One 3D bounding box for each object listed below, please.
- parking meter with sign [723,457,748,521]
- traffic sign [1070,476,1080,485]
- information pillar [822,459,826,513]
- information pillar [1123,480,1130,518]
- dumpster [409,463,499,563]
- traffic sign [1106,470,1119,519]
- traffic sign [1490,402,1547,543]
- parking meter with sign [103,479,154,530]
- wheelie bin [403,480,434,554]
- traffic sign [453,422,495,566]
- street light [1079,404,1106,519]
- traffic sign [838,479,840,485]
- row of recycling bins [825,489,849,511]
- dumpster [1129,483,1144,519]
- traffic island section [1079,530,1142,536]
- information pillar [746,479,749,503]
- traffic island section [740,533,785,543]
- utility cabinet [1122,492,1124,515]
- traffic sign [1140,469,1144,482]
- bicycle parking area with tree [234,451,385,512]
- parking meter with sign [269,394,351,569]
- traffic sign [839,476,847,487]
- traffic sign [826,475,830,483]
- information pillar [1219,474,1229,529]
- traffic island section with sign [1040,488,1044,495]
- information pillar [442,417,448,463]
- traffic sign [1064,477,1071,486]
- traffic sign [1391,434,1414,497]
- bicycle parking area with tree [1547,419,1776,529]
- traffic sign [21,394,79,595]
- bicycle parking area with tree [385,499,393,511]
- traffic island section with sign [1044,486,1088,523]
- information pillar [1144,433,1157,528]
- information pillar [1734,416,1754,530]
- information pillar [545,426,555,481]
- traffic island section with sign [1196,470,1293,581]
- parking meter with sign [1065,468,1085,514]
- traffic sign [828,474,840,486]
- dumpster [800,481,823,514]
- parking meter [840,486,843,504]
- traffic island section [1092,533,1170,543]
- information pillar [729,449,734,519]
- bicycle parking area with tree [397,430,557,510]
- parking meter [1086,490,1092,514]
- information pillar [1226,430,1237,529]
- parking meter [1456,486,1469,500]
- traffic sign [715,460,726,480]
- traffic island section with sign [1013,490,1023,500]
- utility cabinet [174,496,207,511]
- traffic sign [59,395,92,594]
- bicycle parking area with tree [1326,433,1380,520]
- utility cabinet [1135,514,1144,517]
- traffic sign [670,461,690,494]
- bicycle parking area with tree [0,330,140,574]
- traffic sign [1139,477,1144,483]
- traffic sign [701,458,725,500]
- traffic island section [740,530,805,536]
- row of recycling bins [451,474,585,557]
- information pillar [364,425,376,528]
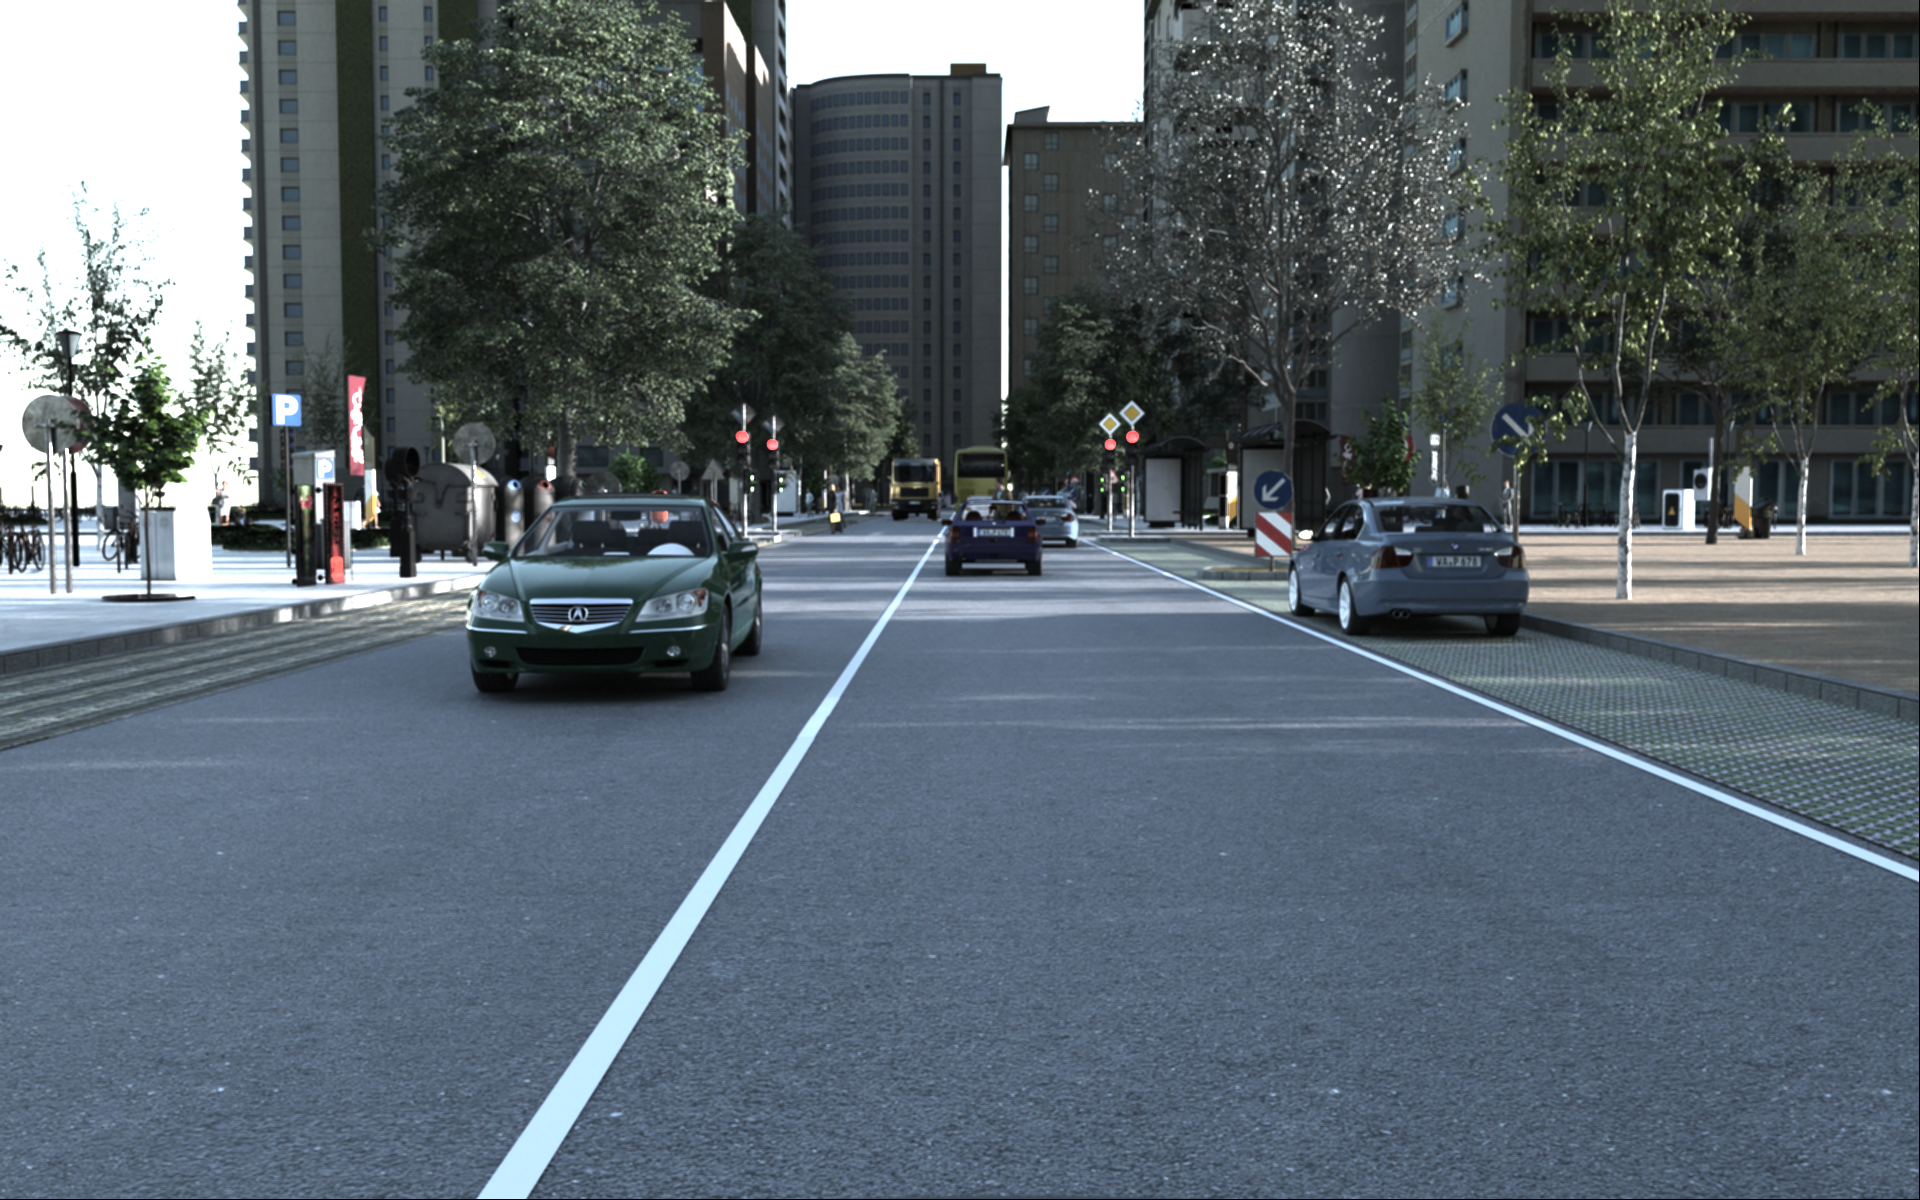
[{"bbox_3d":[-10.453,-5.217,81.557,0.543,3.016,1.738,-3,4,-38],"label":"parking meter with sign"},{"bbox_3d":[8.309,-7.659,125.328,0.768,2.556,0.104,0,4,8],"label":"traffic sign"},{"bbox_3d":[-9.223,-7.684,116.992,0.183,3.616,0.504,-1,4,-19],"label":"information pillar"},{"bbox_3d":[8.964,-5.399,92.767,0.304,2.012,0.304,3,5,44],"label":"information pillar"},{"bbox_3d":[-9.573,-1.649,32.726,1.264,1.857,1.865,0,4,0],"label":"dumpster"},{"bbox_3d":[7.942,-5.517,90.202,0.884,2.594,0.081,0,4,4],"label":"traffic sign"},{"bbox_3d":[7.750,-1.469,24.122,0.768,2.556,0.104,0,4,4],"label":"traffic sign"},{"bbox_3d":[-29.894,-4.039,62.294,1.738,3.016,0.543,0,4,-2],"label":"parking meter with sign"},{"bbox_3d":[-11.657,-1.800,37.333,0.693,1.594,0.980,-1,4,-21],"label":"wheelie bin"},{"bbox_3d":[-8.618,-1.871,30.704,0.768,2.556,0.104,0,4,6],"label":"traffic sign"},{"bbox_3d":[6.813,-7.145,89.361,1.470,5.913,1.316,0,4,0],"label":"street light"},{"bbox_3d":[-8.709,-7.336,120.041,0.768,2.556,0.104,0,4,3],"label":"traffic sign"},{"bbox_3d":[-9.324,-7.488,129.548,1.069,1.692,3.534,-2,4,-29],"label":"row of recycling bins"},{"bbox_3d":[9.362,-5.092,89.005,1.264,1.857,1.865,0,4,0],"label":"dumpster"},{"bbox_3d":[5.182,-2.301,59.899,2.009,0.180,2.903,0,4,0],"label":"traffic island section"},{"bbox_3d":[-10.436,-4.967,85.694,0.304,2.012,0.304,-1,4,-10],"label":"information pillar"},{"bbox_3d":[-6.494,-1.816,51.969,2.009,0.180,2.903,0,4,0],"label":"traffic island section"},{"bbox_3d":[9.970,-5.728,102.325,0.318,1.500,1.173,-1,4,-19],"label":"utility cabinet"},{"bbox_3d":[8.989,-5.053,82.720,0.768,2.556,0.104,0,4,6],"label":"traffic sign"},{"bbox_3d":[-42.561,-7.919,116.481,8.231,4.147,9.016,1,4,9],"label":"bicycle parking area with tree"},{"bbox_3d":[-11.159,-2.056,29.881,1.738,3.016,0.543,3,4,38],"label":"parking meter with sign"},{"bbox_3d":[-8.268,-7.371,120.620,0.768,2.556,0.104,0,4,5],"label":"traffic sign"},{"bbox_3d":[-8.660,-7.117,116.461,0.768,2.556,0.104,0,4,5],"label":"traffic sign"},{"bbox_3d":[9.579,-3.573,62.905,0.304,2.012,0.304,1,4,22],"label":"information pillar"},{"bbox_3d":[5.414,-6.416,113.533,1.989,1.847,2.006,0,4,0],"label":"traffic island section with sign"},{"bbox_3d":[-15.558,-3.731,52.354,0.183,3.616,0.504,-2,4,-26],"label":"information pillar"},{"bbox_3d":[8.191,-7.971,130.424,0.768,2.556,0.104,0,4,4],"label":"traffic sign"},{"bbox_3d":[8.410,-2.050,33.624,0.768,2.556,0.104,0,4,3],"label":"traffic sign"},{"bbox_3d":[26.890,-4.885,66.872,8.231,4.147,9.016,1,4,22],"label":"bicycle parking area with tree"},{"bbox_3d":[-11.588,-1.343,22.067,0.768,2.556,0.104,0,4,4],"label":"traffic sign"},{"bbox_3d":[-30.520,-7.356,107.278,8.231,4.147,9.016,-2,4,-26],"label":"bicycle parking area with tree"},{"bbox_3d":[5.295,-4.702,85.501,1.989,1.847,2.006,0,4,0],"label":"traffic island section with sign"},{"bbox_3d":[7.293,-4.586,66.334,0.504,3.616,0.183,-1,4,-9],"label":"information pillar"},{"bbox_3d":[23.504,-3.704,51.917,0.504,3.616,0.183,3,4,38],"label":"information pillar"},{"bbox_3d":[-12.368,-3.724,52.248,0.183,3.616,0.504,1,4,14],"label":"information pillar"},{"bbox_3d":[5.066,-1.268,29.358,1.989,1.847,2.006,0,4,0],"label":"traffic island section with sign"},{"bbox_3d":[7.471,-7.068,111.818,0.543,3.016,1.738,-2,4,-30],"label":"parking meter with sign"},{"bbox_3d":[-8.199,-6.868,112.390,0.768,2.556,0.104,1,4,10],"label":"traffic sign"},{"bbox_3d":[-9.772,-6.756,112.961,1.502,2.255,1.985,0,4,0],"label":"dumpster"},{"bbox_3d":[-7.852,-6.550,112.810,0.399,1.863,0.255,3,4,39],"label":"parking meter"},{"bbox_3d":[5.148,-1.812,51.914,2.009,0.180,2.903,0,4,0],"label":"traffic island section"},{"bbox_3d":[-11.551,-5.882,87.531,0.183,3.616,0.504,1,4,16],"label":"information pillar"},{"bbox_3d":[-19.987,-5.699,80.187,9.016,4.147,8.231,0,4,7],"label":"bicycle parking area with tree"},{"bbox_3d":[8.389,-6.357,112.351,0.372,1.533,0.369,0,3,0],"label":"parking meter"},{"bbox_3d":[10.032,-4.431,63.807,0.504,3.616,0.183,-1,4,-19],"label":"information pillar"},{"bbox_3d":[14.925,-2.636,51.502,0.372,1.533,0.369,0,3,0],"label":"parking meter"},{"bbox_3d":[-9.319,-4.057,66.062,0.795,2.593,0.064,1,4,9],"label":"traffic sign"},{"bbox_3d":[5.732,-11.014,188.700,1.989,1.847,2.006,0,4,0],"label":"traffic island section with sign"},{"bbox_3d":[-27.039,-3.043,60.917,1.020,1.237,0.306,-3,4,-36],"label":"utility cabinet"},{"bbox_3d":[-11.505,-1.357,22.298,0.768,2.556,0.104,0,4,4],"label":"traffic sign"},{"bbox_3d":[18.428,-5.524,77.312,9.016,4.147,8.231,1,4,23],"label":"bicycle parking area with tree"},{"bbox_3d":[10.020,-5.287,95.116,1.173,1.500,0.318,2,4,31],"label":"utility cabinet"},{"bbox_3d":[-10.814,-4.083,66.858,0.768,2.556,0.104,0,4,3],"label":"traffic sign"},{"bbox_3d":[-18.051,-2.610,29.675,8.231,4.147,9.016,-1,4,-9],"label":"bicycle parking area with tree"},{"bbox_3d":[9.926,-5.669,92.791,0.768,2.556,0.104,0,4,8],"label":"traffic sign"},{"bbox_3d":[-8.964,-3.840,62.795,0.884,2.594,0.081,0,4,7],"label":"traffic sign"},{"bbox_3d":[-6.460,-2.304,59.954,2.009,0.180,2.903,0,4,0],"label":"traffic island section"},{"bbox_3d":[-9.339,-1.809,36.693,1.069,1.692,3.534,2,4,31],"label":"row of recycling bins"},{"bbox_3d":[-20.092,-4.134,58.943,0.504,3.616,0.183,3,4,36],"label":"information pillar"}]
